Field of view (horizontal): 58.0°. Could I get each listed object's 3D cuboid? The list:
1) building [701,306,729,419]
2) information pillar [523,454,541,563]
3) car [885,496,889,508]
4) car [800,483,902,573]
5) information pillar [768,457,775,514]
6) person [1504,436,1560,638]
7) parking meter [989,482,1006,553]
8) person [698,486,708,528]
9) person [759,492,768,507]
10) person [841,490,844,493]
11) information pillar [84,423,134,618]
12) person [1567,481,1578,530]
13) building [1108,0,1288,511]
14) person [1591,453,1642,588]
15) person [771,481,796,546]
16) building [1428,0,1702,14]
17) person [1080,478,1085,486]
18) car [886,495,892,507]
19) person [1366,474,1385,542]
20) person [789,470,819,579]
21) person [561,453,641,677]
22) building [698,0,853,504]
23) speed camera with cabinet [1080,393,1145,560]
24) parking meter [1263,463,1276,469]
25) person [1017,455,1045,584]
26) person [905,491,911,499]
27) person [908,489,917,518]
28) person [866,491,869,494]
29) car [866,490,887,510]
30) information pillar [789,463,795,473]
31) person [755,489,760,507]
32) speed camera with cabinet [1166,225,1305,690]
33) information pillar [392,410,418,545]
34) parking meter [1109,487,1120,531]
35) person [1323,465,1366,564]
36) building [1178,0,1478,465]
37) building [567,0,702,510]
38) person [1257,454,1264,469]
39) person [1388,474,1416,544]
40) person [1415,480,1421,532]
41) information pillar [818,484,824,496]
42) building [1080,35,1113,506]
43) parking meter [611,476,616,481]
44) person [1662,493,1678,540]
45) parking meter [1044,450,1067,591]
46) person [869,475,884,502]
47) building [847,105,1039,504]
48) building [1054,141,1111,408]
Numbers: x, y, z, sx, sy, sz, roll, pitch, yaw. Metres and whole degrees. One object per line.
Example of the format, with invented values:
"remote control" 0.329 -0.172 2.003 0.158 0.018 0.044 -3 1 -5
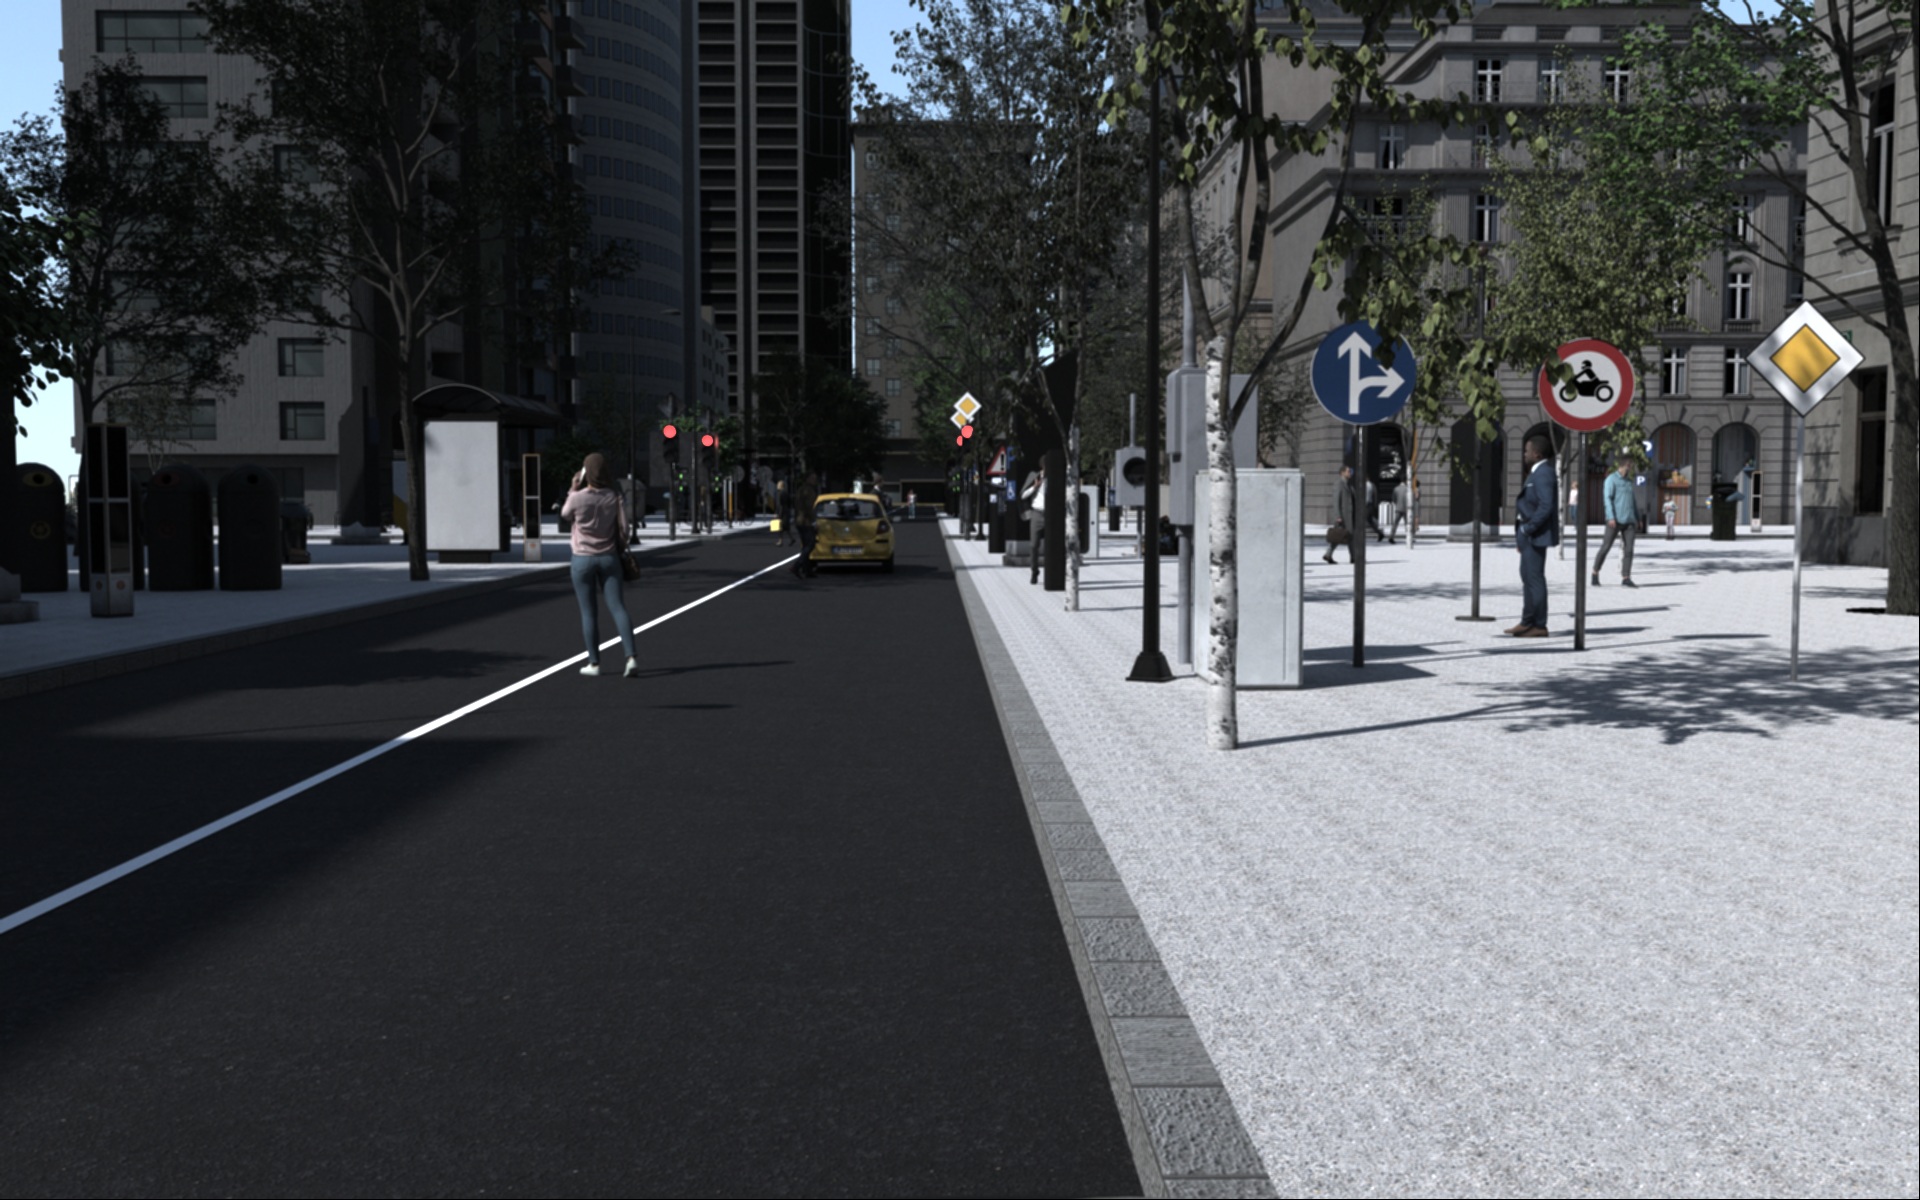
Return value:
"building" -39.873 -20.408 178.704 28.899 21.520 27.650 0 4 -1
"information pillar" -7.942 -1.691 32.142 0.304 2.012 0.304 -1 4 -16
"car" -8.489 -10.437 183.014 2.083 1.381 4.827 0 4 -3
"car" -2.107 -1.381 32.806 2.015 1.641 3.980 0 4 -3
"information pillar" -11.913 -7.211 109.262 0.183 3.616 0.504 3 5 42
"person" 5.166 -0.570 15.542 0.419 1.800 0.721 1 4 9
"parking meter" 0.807 -1.787 37.627 0.372 1.533 0.369 0 3 0
"person" -9.783 -3.664 65.862 0.836 1.842 0.656 -2 4 -31
"person" -15.285 -7.681 134.865 0.697 1.427 0.421 0 3 0
"person" -12.031 -10.475 178.243 0.756 1.711 0.436 2 4 27
"information pillar" -8.850 -0.828 18.025 0.304 2.012 0.304 2 4 28
"person" 22.089 -3.393 62.190 0.598 1.740 0.731 -2 4 -32
"building" 23.438 -36.985 146.710 21.231 58.520 28.212 0 4 -1
"person" 9.078 -1.100 23.883 0.638 1.841 0.748 -1 4 -16
"person" -4.530 -2.395 47.881 1.509 1.804 0.699 -1 4 -23
"building" 59.481 -39.120 181.611 28.212 58.520 21.231 0 4 -1
"person" 4.076 -3.284 59.709 0.580 1.828 0.573 2 4 25
"car" -8.773 -11.468 200.080 1.945 1.354 3.894 0 4 -1
"person" 10.949 -2.460 46.369 0.850 1.850 0.679 1 4 23
"person" -2.608 -1.284 29.408 0.656 1.842 0.836 2 4 30
"person" -2.783 -0.277 13.612 0.593 1.750 0.643 -2 4 -27
"building" -25.469 -48.860 237.113 20.611 71.187 20.563 0 4 -1
"speed camera with cabinet" 2.730 -2.420 33.908 2.038 3.252 0.660 0 4 -4
"parking meter" 5.393 -1.527 30.684 0.399 1.863 0.255 -1 4 -10
"person" 1.142 -1.115 24.370 0.679 1.850 0.850 0 4 -6
"person" -6.022 -12.023 205.020 0.705 1.831 1.348 2 4 32
"person" -2.811 -5.699 102.518 0.563 1.720 0.643 1 4 9
"person" -7.996 -8.534 148.746 1.217 1.735 0.721 2 4 27
"car" -7.635 -8.948 154.972 2.281 1.827 5.304 0 4 -3
"information pillar" -12.699 -8.526 130.761 0.504 3.616 0.183 -2 4 -31
"person" -17.893 -8.837 151.045 0.721 1.766 1.217 3 5 43
"speed camera with cabinet" 1.920 -1.093 12.204 0.660 3.252 2.038 0 4 -3
"information pillar" -13.916 -3.177 43.290 0.504 3.616 0.183 0 4 1
"parking meter" 5.329 -3.139 59.732 0.372 1.533 0.369 0 3 0
"person" 7.092 -1.574 31.884 0.767 1.812 0.694 2 4 34
"building" 19.960 -18.955 95.823 13.634 28.700 20.117 0 4 -1
"building" -33.995 -36.822 144.035 21.231 58.520 28.212 0 4 -1
"person" 3.451 -0.842 20.397 0.643 1.750 0.593 -3 5 -44
"person" 11.407 -2.349 44.726 0.850 1.792 0.678 -2 4 -34
"person" 15.349 -3.202 58.754 0.532 1.782 0.716 1 4 10
"information pillar" -10.384 -7.643 129.455 0.304 2.012 0.304 3 4 38
"building" 23.784 -52.786 175.720 22.319 86.520 31.000 0 4 -1
"parking meter" -11.444 -3.115 56.639 0.399 1.863 0.255 0 4 -5
"person" 19.739 -2.314 48.152 0.425 1.301 0.394 2 4 29
"parking meter" 1.266 -1.060 23.035 0.255 1.863 0.399 0 4 -5
"person" -1.854 -1.886 39.108 0.755 1.850 0.659 0 4 -6
"building" -1.227 -39.959 242.569 27.495 52.752 28.713 0 4 -1
"building" 23.734 -37.621 238.805 21.600 48.544 21.300 0 4 -1
